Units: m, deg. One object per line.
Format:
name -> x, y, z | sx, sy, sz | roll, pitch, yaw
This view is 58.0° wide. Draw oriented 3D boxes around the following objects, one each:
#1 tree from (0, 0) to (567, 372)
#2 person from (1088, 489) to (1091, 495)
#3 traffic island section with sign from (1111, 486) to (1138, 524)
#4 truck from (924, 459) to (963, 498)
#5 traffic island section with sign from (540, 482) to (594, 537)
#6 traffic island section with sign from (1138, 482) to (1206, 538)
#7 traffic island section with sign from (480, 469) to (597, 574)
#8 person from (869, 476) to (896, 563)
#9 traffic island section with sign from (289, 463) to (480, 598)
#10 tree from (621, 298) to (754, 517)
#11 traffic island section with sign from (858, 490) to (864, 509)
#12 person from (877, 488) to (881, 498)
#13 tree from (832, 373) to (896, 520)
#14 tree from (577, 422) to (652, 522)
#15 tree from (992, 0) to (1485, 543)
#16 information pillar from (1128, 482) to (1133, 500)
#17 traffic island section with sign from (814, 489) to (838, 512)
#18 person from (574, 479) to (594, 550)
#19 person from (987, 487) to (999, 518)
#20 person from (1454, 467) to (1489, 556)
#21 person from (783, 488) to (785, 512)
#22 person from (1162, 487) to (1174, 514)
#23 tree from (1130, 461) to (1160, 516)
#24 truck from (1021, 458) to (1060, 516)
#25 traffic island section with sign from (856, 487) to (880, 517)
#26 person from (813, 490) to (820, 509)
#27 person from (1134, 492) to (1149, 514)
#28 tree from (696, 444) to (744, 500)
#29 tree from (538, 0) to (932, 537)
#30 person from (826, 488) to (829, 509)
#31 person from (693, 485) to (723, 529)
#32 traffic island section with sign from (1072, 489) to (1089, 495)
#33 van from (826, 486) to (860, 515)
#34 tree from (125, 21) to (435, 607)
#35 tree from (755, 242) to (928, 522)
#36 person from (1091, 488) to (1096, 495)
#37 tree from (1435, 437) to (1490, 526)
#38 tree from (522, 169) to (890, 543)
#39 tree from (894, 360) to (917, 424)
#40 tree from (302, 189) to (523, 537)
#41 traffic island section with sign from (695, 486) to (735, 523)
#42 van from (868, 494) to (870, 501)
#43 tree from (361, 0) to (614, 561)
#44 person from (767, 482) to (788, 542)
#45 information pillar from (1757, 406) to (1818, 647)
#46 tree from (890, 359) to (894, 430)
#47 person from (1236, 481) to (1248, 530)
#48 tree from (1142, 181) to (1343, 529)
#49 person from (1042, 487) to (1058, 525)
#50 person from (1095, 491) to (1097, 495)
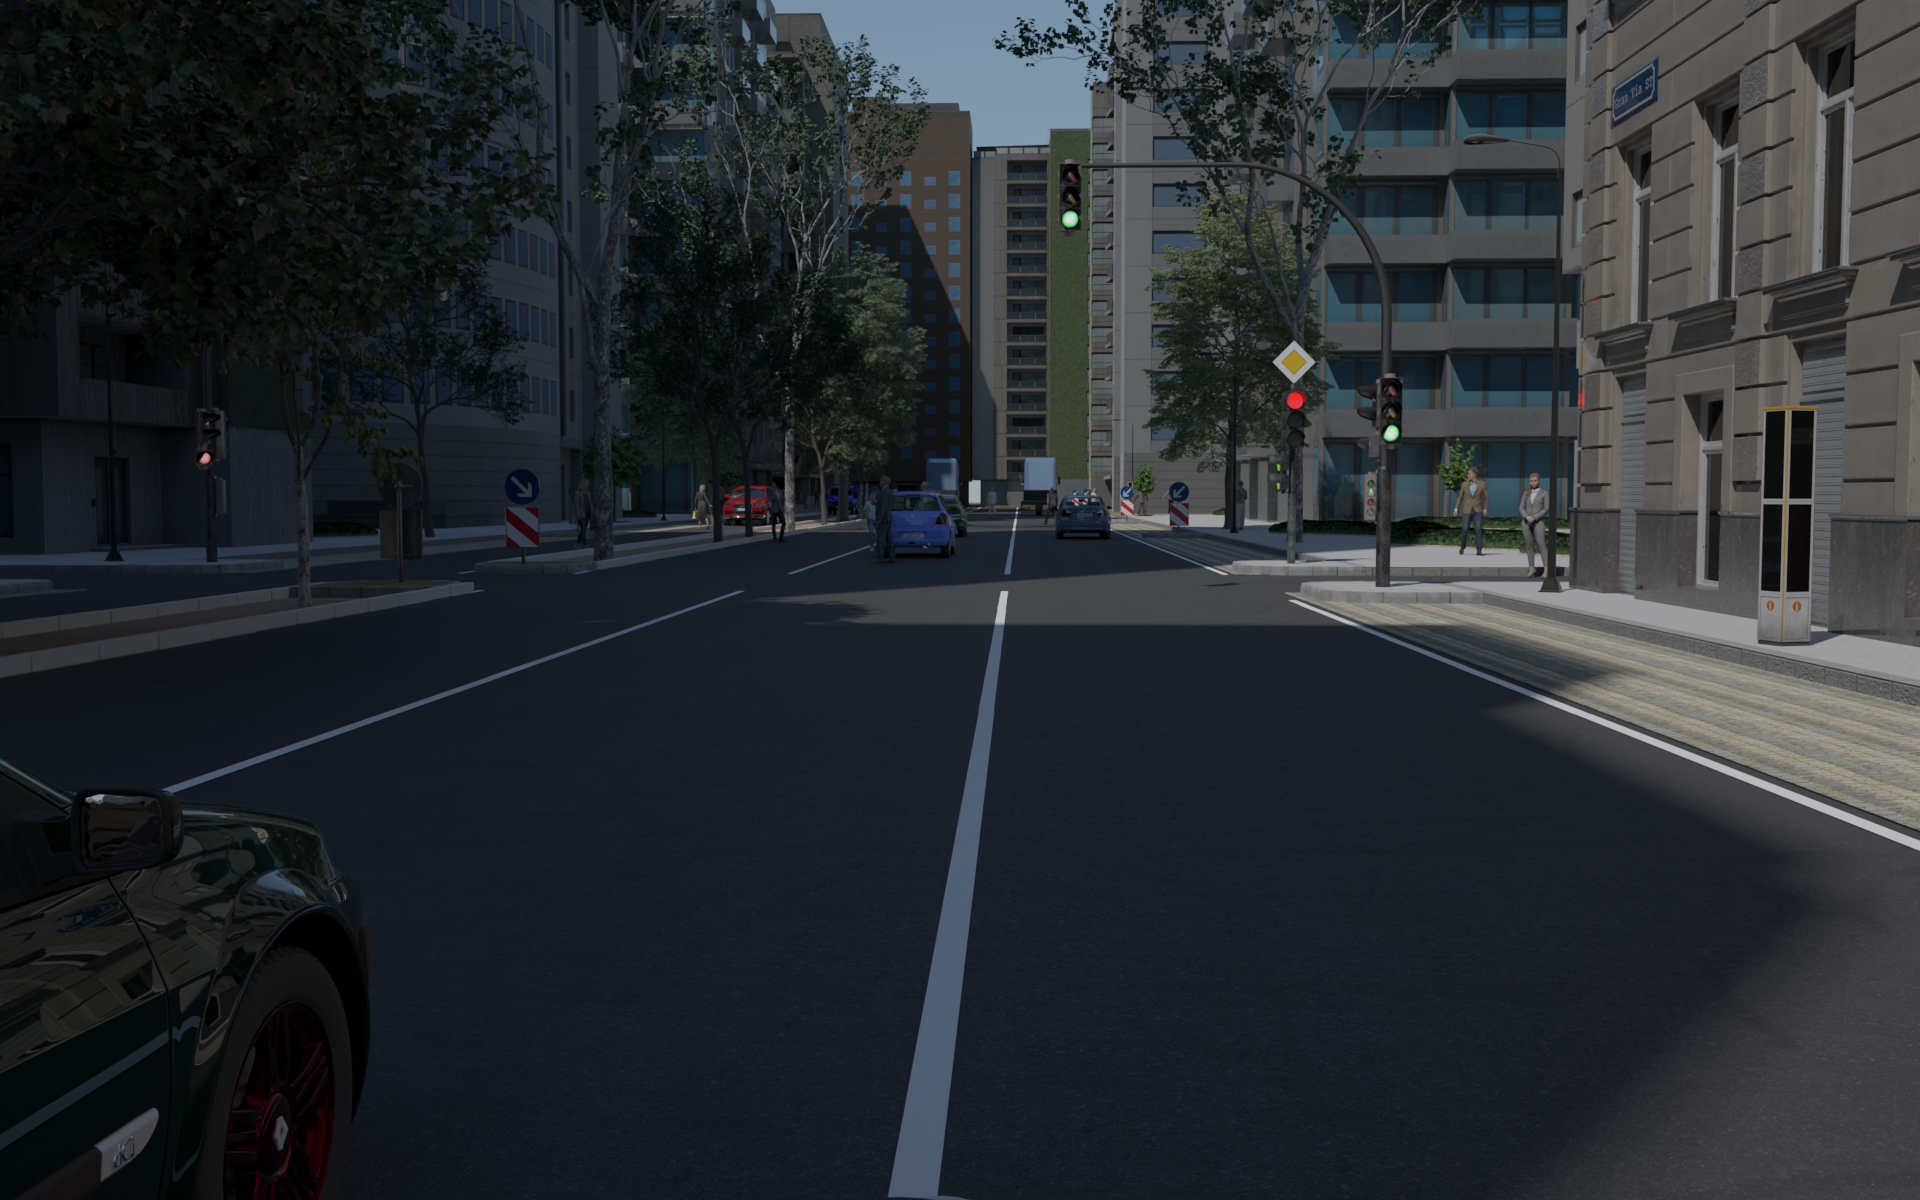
tree -> -8.532, -5.787, 14.077 | 9.611, 12.733, 9.660 | 0, 3, 0
person -> 9.781, -7.480, 130.936 | 0.705, 1.807, 1.348 | 3, 5, 40
traffic island section with sign -> 7.918, -4.590, 83.671 | 1.989, 1.847, 2.006 | 0, 4, 2
truck -> -1.610, -8.278, 125.105 | 2.967, 4.110, 18.799 | 0, 4, 2
traffic island section with sign -> -12.902, -3.026, 58.101 | 1.989, 1.847, 2.006 | 0, 4, 2
traffic island section with sign -> 6.997, -2.942, 56.732 | 1.989, 1.847, 2.006 | 0, 4, 2
traffic island section with sign -> -7.917, -1.463, 32.056 | 2.006, 1.907, 1.989 | 0, 4, 2
person -> -1.648, -1.680, 36.146 | 0.590, 1.801, 0.661 | 1, 4, 11
traffic island section with sign -> -8.182, -1.010, 24.653 | 2.006, 1.907, 1.989 | 0, 4, 2
tree -> -15.096, -10.849, 95.509 | 7.486, 12.596, 7.792 | 0, 3, 0
traffic island section with sign -> -9.319, -9.382, 162.022 | 1.989, 1.847, 2.006 | 0, 4, 2
person -> -5.127, -6.238, 110.451 | 1.348, 1.831, 0.705 | 0, 4, 0
tree -> -5.440, -9.042, 100.651 | 4.360, 8.622, 3.978 | 0, 3, 0
tree -> -15.727, -5.814, 78.778 | 4.285, 4.588, 4.351 | 0, 3, 0
tree -> 7.646, -11.627, 45.993 | 12.611, 20.169, 13.585 | 0, 3, 0
information pillar -> 10.049, -5.986, 102.364 | 0.304, 2.012, 0.304 | 0, 4, 4
traffic island section with sign -> -10.248, -7.718, 134.810 | 1.989, 1.847, 2.006 | 0, 4, 2
person -> -9.394, -2.125, 43.430 | 0.728, 1.800, 0.709 | 2, 4, 35
person -> 1.918, -5.703, 101.618 | 0.818, 1.842, 0.514 | 3, 5, 44
person -> 10.683, -1.852, 36.229 | 0.656, 1.842, 0.836 | -1, 4, -11
person -> -12.688, -7.218, 124.854 | 0.445, 1.727, 0.742 | -1, 4, -21
person -> 13.630, -6.462, 111.703 | 1.348, 1.823, 0.705 | -1, 4, -21
tree -> 11.328, -6.730, 104.643 | 1.663, 3.219, 1.824 | 0, 3, 0
truck -> 5.670, -8.127, 122.633 | 2.967, 4.110, 18.799 | 0, 4, 3
traffic island section with sign -> -5.336, -6.056, 107.150 | 2.006, 1.907, 1.989 | 0, 4, 2
person -> -12.101, -8.467, 145.943 | 0.415, 1.643, 0.593 | 3, 5, 42
person -> 11.367, -6.248, 108.750 | 0.990, 1.755, 0.434 | 0, 4, -8
tree -> -14.444, -7.413, 104.910 | 4.285, 4.588, 4.351 | 0, 3, 0
tree -> -7.784, -12.793, 67.516 | 12.611, 20.169, 13.585 | 0, 3, 0
person -> -11.644, -8.976, 152.891 | 0.705, 1.814, 1.350 | 0, 4, 2
person -> -10.213, -3.740, 69.858 | 0.699, 1.804, 1.509 | -2, 4, -34
traffic island section with sign -> 9.641, -7.644, 133.607 | 1.989, 1.847, 2.006 | 0, 4, 2
van -> -8.257, -7.249, 122.907 | 2.240, 2.365, 5.245 | 0, 4, 1
tree -> -8.276, -4.198, 21.457 | 4.737, 8.622, 4.395 | 0, 3, 0
tree -> -6.005, -10.953, 88.198 | 9.857, 13.997, 8.962 | 0, 3, 0
person -> 7.948, -5.796, 103.491 | 0.478, 1.798, 0.641 | -3, 5, -42
tree -> 16.959, -3.948, 59.158 | 1.663, 3.219, 1.824 | 0, 3, 0
tree -> -6.705, -6.817, 48.334 | 8.767, 10.594, 7.601 | 0, 4, 2
tree -> -6.062, -8.628, 77.942 | 8.767, 10.594, 7.601 | 0, 4, 2
tree -> -16.071, -7.135, 51.074 | 7.601, 10.594, 8.767 | 0, 4, -1
traffic island section with sign -> -11.941, -4.708, 85.595 | 1.989, 1.847, 2.006 | 0, 4, 2
van -> -8.817, -10.729, 182.433 | 2.013, 2.044, 4.112 | 0, 4, 1
tree -> -8.806, -10.947, 37.334 | 12.611, 20.169, 13.585 | 0, 3, 0
person -> -5.450, -2.630, 51.685 | 0.592, 1.802, 0.473 | -1, 4, -17
information pillar -> 7.005, -0.623, 14.672 | 0.304, 2.012, 0.304 | -1, 4, -16
tree -> -6.934, -7.365, 57.291 | 8.767, 10.594, 7.601 | 0, 4, 2
person -> 9.860, -3.327, 60.992 | 0.519, 1.759, 0.362 | -2, 4, -34
tree -> 10.303, -8.892, 63.505 | 7.486, 12.596, 7.792 | 0, 3, 0
person -> 4.216, -4.401, 80.849 | 0.834, 1.777, 0.661 | 3, 5, 43
person -> 12.580, -9.510, 163.004 | 0.593, 1.643, 0.415 | 0, 4, 1
